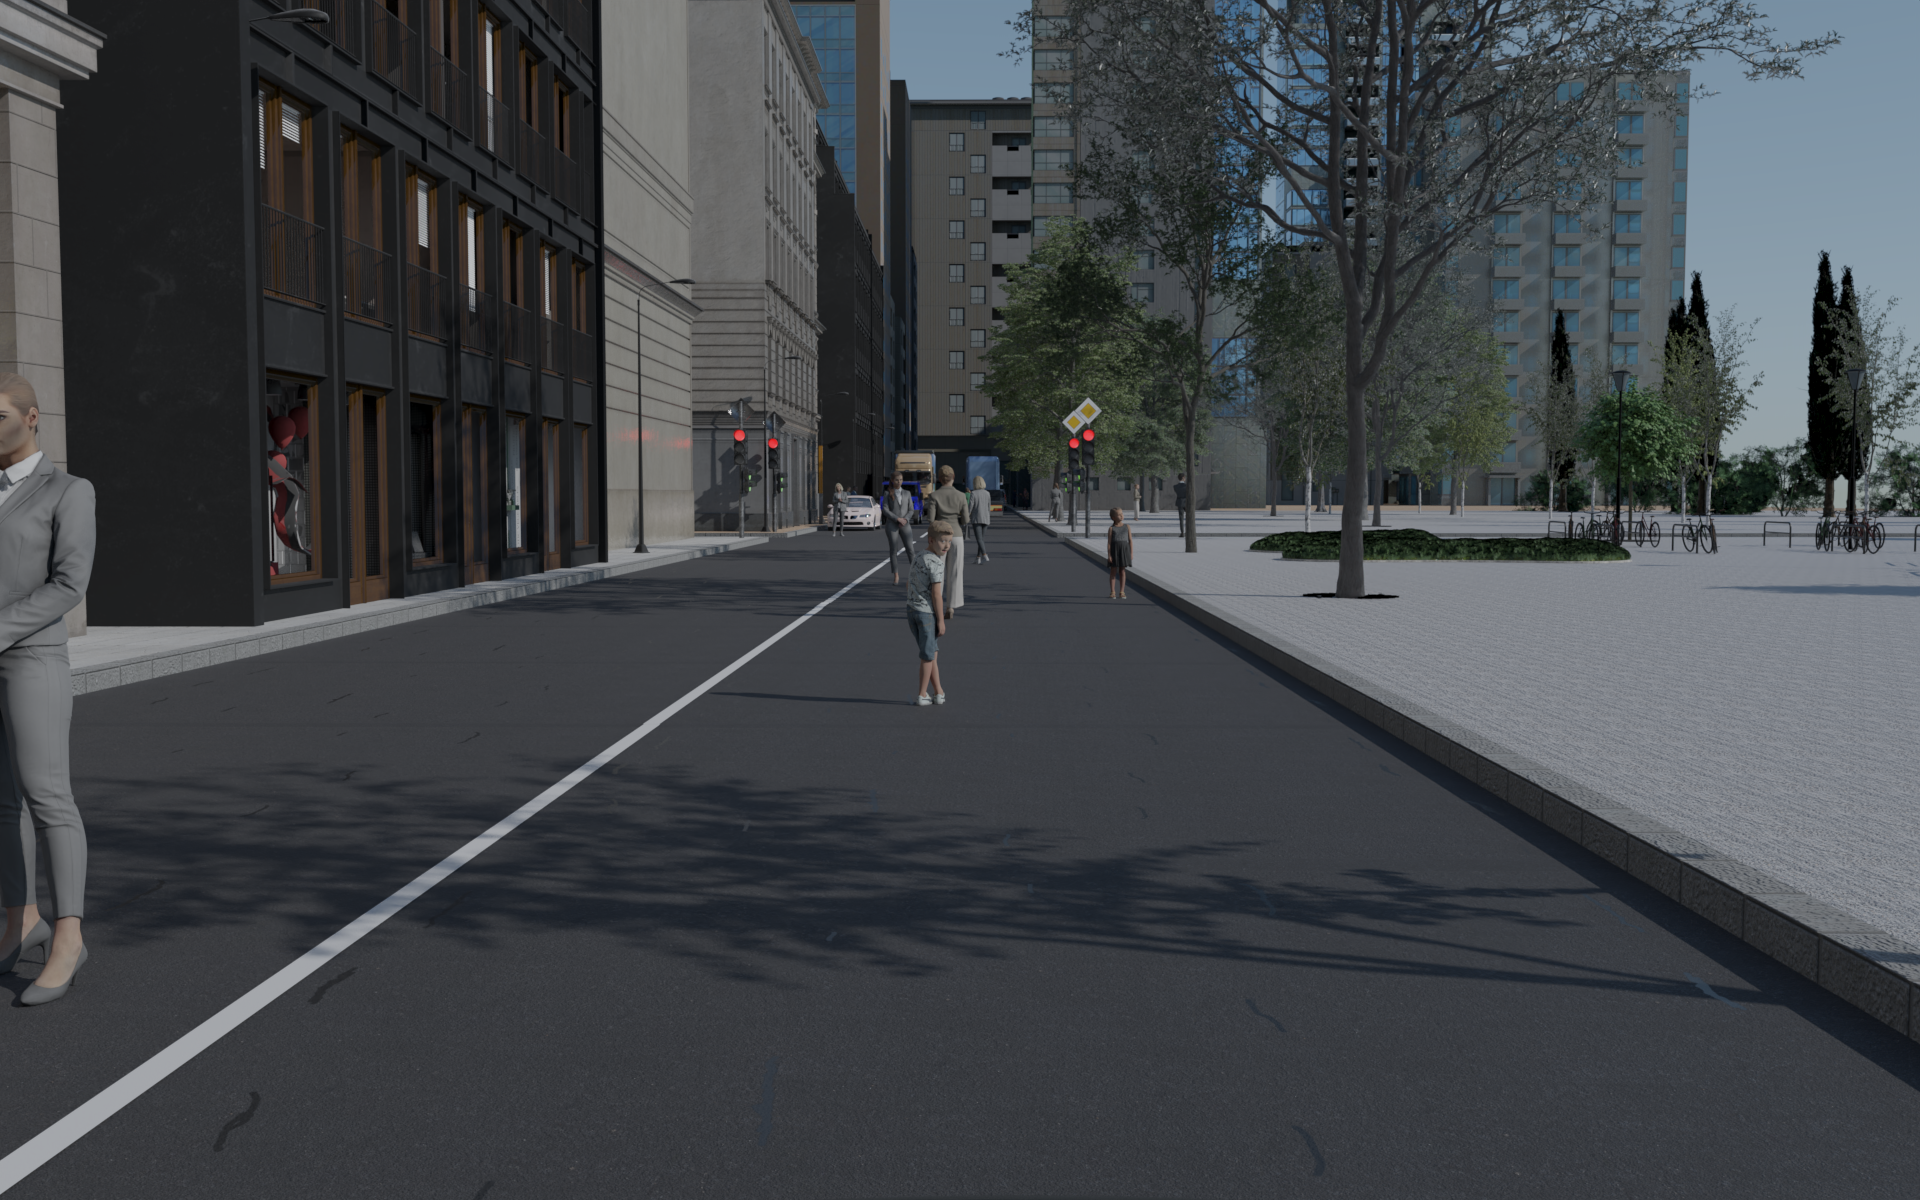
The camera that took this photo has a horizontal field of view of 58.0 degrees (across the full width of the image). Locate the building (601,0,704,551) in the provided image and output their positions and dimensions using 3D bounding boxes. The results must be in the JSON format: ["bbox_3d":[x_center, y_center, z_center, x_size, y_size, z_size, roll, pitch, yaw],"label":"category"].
[{"bbox_3d":[-22.103,-12.823,42.938,30.059,22.955,16.112,0,4,1],"label":"building"}]

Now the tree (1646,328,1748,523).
[{"bbox_3d":[32.031,-7.697,76.210,4.737,8.622,4.395,0,3,0],"label":"tree"}]

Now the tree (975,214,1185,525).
[{"bbox_3d":[4.488,-9.368,71.288,7.486,12.596,7.792,0,3,0],"label":"tree"}]

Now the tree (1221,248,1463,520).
[{"bbox_3d":[19.591,-10.877,84.494,9.857,13.997,8.962,0,3,0],"label":"tree"}]

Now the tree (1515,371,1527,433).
[{"bbox_3d":[30.741,-8.492,89.206,4.360,8.622,3.978,0,3,0],"label":"tree"}]

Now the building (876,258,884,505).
[{"bbox_3d":[-12.042,-17.993,123.858,12.332,23.373,15.834,0,4,1],"label":"building"}]

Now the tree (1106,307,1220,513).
[{"bbox_3d":[13.082,-12.836,116.525,9.857,13.997,8.962,0,3,0],"label":"tree"}]

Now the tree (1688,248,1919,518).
[{"bbox_3d":[48.305,-12.155,100.550,13.155,14.587,18.604,-3,5,-42],"label":"tree"}]

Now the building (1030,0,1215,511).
[{"bbox_3d":[12.729,-27.922,140.117,14.154,41.232,14.086,0,4,1],"label":"building"}]

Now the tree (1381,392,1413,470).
[{"bbox_3d":[30.280,-10.037,114.466,4.737,8.622,4.395,0,3,0],"label":"tree"}]

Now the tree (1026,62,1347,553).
[{"bbox_3d":[4.761,-6.303,37.473,7.601,10.594,8.767,-2,4,-32],"label":"tree"}]

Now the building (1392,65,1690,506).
[{"bbox_3d":[65.303,-35.262,196.140,30.456,49.044,23.786,0,4,1],"label":"building"}]

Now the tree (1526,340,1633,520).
[{"bbox_3d":[30.259,-8.114,83.028,4.360,8.622,3.978,0,3,0],"label":"tree"}]

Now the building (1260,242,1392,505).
[{"bbox_3d":[42.095,-26.334,202.254,14.107,30.474,14.160,0,4,1],"label":"building"}]

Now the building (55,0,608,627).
[{"bbox_3d":[-12.855,-11.884,23.983,12.332,23.373,15.834,0,4,1],"label":"building"}]

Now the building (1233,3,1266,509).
[{"bbox_3d":[16.762,-51.901,161.251,22.319,86.520,31.000,0,4,1],"label":"building"}]

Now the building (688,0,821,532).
[{"bbox_3d":[-11.124,-13.358,67.548,9.793,20.994,18.267,0,4,1],"label":"building"}]

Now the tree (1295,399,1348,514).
[{"bbox_3d":[23.274,-9.755,109.862,4.737,8.622,4.395,0,3,0],"label":"tree"}]

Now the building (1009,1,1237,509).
[{"bbox_3d":[16.939,-53.793,192.194,22.319,86.520,31.000,0,4,1],"label":"building"}]

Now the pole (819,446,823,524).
[{"bbox_3d":[-5.879,-4.850,73.146,0.158,3.312,0.155,0,3,0],"label":"pole"}]

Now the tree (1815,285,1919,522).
[{"bbox_3d":[31.859,-6.736,60.491,4.360,8.622,3.978,0,3,0],"label":"tree"}]

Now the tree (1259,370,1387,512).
[{"bbox_3d":[25.607,-12.581,122.707,9.611,12.733,9.660,0,3,0],"label":"tree"}]

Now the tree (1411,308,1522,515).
[{"bbox_3d":[30.784,-11.517,106.422,7.486,12.596,7.792,0,3,0],"label":"tree"}]

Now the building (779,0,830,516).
[{"bbox_3d":[-14.473,-18.400,88.236,14.401,28.519,23.554,0,4,1],"label":"building"}]

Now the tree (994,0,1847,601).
[{"bbox_3d":[4.940,-6.761,20.911,12.009,13.543,11.850,0,3,0],"label":"tree"}]

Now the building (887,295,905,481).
[{"bbox_3d":[-19.665,-19.483,163.594,27.650,21.520,28.899,0,4,1],"label":"building"}]

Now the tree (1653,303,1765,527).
[{"bbox_3d":[29.241,-7.169,67.578,4.360,8.622,3.978,0,3,0],"label":"tree"}]

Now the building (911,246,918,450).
[{"bbox_3d":[-11.989,-26.367,202.805,14.107,30.474,14.160,0,4,1],"label":"building"}]

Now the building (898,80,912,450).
[{"bbox_3d":[-12.344,-32.673,184.318,14.600,45.320,14.200,0,4,1],"label":"building"}]

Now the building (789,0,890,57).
[{"bbox_3d":[-12.952,-30.028,141.068,14.600,45.320,14.200,0,4,1],"label":"building"}]

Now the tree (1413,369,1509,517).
[{"bbox_3d":[28.426,-8.967,96.975,4.737,8.622,4.395,0,3,0],"label":"tree"}]

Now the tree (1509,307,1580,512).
[{"bbox_3d":[47.817,-13.506,122.646,18.604,14.587,13.155,2,4,31],"label":"tree"}]

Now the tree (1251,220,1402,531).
[{"bbox_3d":[9.847,-5.953,47.700,4.360,8.622,3.978,0,3,0],"label":"tree"}]

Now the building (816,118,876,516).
[{"bbox_3d":[-12.117,-17.026,108.054,12.332,23.373,15.834,0,4,1],"label":"building"}]

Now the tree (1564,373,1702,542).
[{"bbox_3d":[18.150,-3.871,47.003,4.285,4.588,4.351,0,3,0],"label":"tree"}]
